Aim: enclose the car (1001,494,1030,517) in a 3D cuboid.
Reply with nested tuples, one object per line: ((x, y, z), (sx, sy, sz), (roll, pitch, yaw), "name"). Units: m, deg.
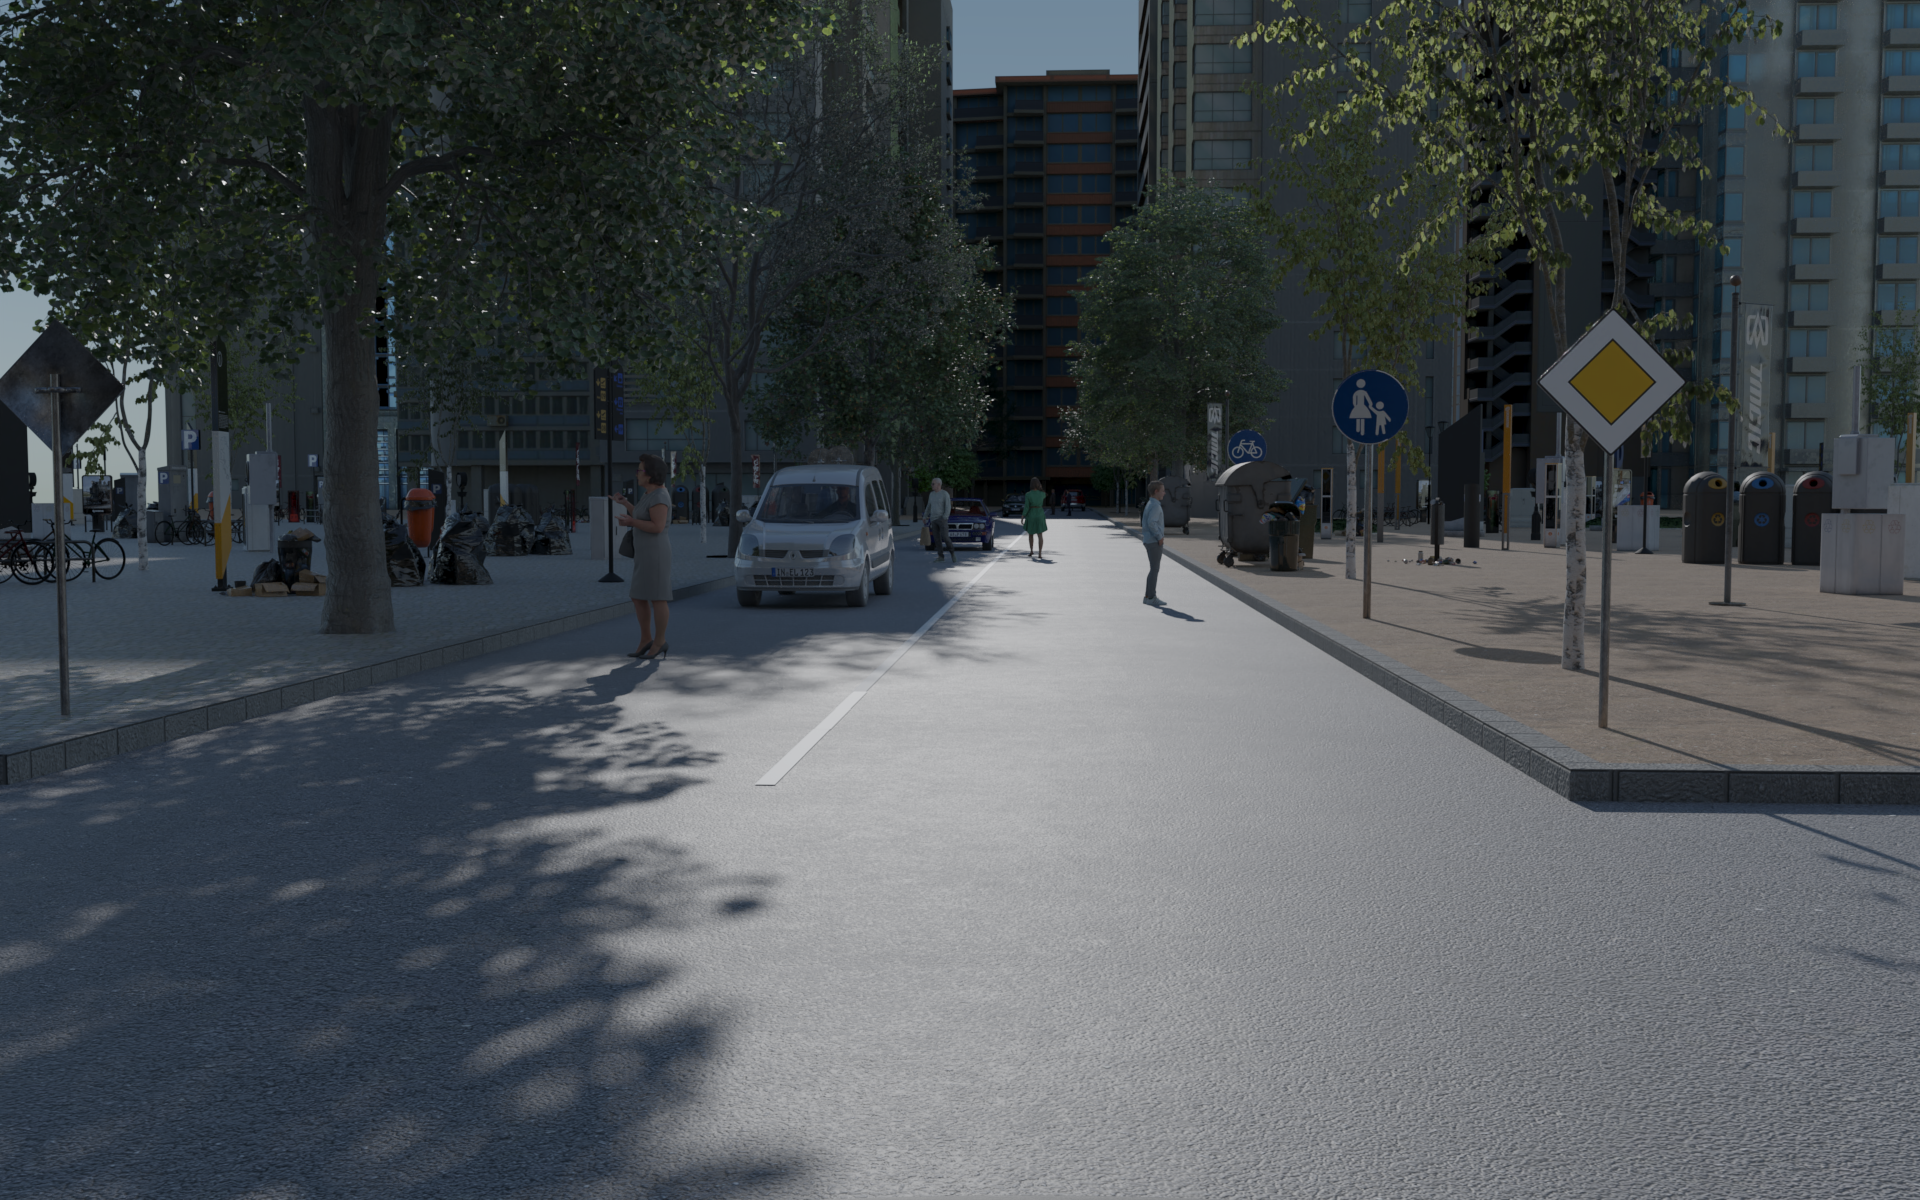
((3.588, -6.051, 108.726), (2.009, 1.686, 4.222), (0, 4, 5), "car")

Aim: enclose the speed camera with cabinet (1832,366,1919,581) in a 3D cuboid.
((14.241, -1.951, 26.238), (0.660, 3.252, 2.038), (-1, 4, -18), "speed camera with cabinet")

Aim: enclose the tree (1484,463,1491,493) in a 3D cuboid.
((22.781, -4.996, 76.286), (1.663, 3.219, 1.824), (0, 3, 0), "tree")

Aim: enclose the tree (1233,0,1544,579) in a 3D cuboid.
((6.117, -4.618, 25.873), (4.737, 8.622, 4.395), (0, 3, 0), "tree")

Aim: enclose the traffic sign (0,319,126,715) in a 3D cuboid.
((-5.196, -0.389, 10.001), (0.795, 2.450, 0.064), (0, 4, 3), "traffic sign")

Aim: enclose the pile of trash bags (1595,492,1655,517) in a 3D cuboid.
((28.549, -4.013, 75.369), (3.447, 1.369, 1.912), (0, 4, -8), "pile of trash bags")

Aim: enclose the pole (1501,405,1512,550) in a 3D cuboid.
((12.514, -2.800, 39.630), (0.158, 3.312, 0.155), (0, 3, 0), "pole")

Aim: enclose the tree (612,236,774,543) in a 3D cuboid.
((-6.995, -5.808, 45.316), (4.737, 8.622, 4.395), (0, 3, 0), "tree")

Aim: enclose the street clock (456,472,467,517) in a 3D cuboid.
((-16.412, -3.212, 57.086), (0.358, 2.002, 0.471), (-3, 4, -36), "street clock")

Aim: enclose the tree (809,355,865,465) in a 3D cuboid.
((-5.214, -7.964, 80.567), (4.737, 8.622, 4.395), (0, 3, 0), "tree")

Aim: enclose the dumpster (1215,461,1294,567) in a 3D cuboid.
((5.252, -1.537, 30.889), (1.264, 1.857, 1.865), (0, 4, 3), "dumpster")

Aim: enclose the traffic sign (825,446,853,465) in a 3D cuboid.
((-3.185, -2.779, 45.551), (0.768, 2.556, 0.104), (1, 4, 10), "traffic sign")

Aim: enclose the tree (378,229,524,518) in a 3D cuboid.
((-14.051, -5.948, 47.609), (4.360, 8.622, 3.978), (0, 3, 0), "tree")

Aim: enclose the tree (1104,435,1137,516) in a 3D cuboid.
((9.515, -9.193, 100.670), (4.737, 8.622, 4.395), (0, 3, 0), "tree")

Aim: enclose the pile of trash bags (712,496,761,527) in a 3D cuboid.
((-8.261, -3.579, 68.263), (1.912, 1.369, 3.447), (-3, 5, -39), "pile of trash bags")

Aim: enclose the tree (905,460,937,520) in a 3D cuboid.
((-1.999, -5.659, 87.126), (1.663, 3.219, 1.824), (0, 3, 0), "tree")

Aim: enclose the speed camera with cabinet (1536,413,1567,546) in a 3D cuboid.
((14.725, -2.967, 42.852), (0.660, 3.252, 2.038), (2, 4, 29), "speed camera with cabinet")

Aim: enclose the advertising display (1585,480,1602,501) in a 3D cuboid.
((29.502, -4.628, 80.877), (0.974, 1.923, 0.123), (2, 4, 31), "advertising display")

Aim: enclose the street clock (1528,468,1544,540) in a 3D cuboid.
((15.971, -2.656, 47.988), (0.471, 2.002, 0.358), (-2, 4, -24), "street clock")

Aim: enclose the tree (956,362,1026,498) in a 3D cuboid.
((1.116, -11.303, 119.214), (7.601, 10.594, 8.767), (0, 4, 8), "tree")

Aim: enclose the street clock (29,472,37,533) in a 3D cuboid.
((-30.885, -3.244, 57.615), (0.471, 2.002, 0.358), (3, 5, 44), "street clock")

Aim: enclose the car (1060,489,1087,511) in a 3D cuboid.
((9.450, -8.315, 144.626), (2.281, 1.827, 5.304), (0, 4, 4), "car")

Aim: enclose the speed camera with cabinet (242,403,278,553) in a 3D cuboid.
((-15.543, -2.694, 38.377), (0.660, 3.252, 2.038), (-2, 4, -26), "speed camera with cabinet")

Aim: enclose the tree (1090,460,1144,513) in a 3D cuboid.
((10.977, -8.237, 118.386), (4.285, 4.588, 4.351), (0, 3, 0), "tree")

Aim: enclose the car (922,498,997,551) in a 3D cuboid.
((0.008, -1.990, 45.121), (1.945, 1.354, 3.894), (0, 4, 2), "car")

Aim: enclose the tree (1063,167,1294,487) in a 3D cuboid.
((8.775, -9.946, 69.272), (9.857, 13.997, 8.962), (0, 3, 0), "tree")

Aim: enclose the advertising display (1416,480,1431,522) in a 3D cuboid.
((20.946, -4.467, 78.257), (0.974, 1.923, 0.123), (-3, 5, -40), "advertising display")

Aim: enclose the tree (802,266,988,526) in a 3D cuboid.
((-2.678, -8.754, 68.884), (9.928, 11.665, 9.643), (0, 3, 0), "tree")

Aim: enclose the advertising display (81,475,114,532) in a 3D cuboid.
((-29.009, -3.245, 58.275), (0.974, 1.923, 0.123), (0, 4, -4), "advertising display")

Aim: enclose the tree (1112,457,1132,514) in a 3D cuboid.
((10.357, -9.840, 111.242), (4.360, 8.622, 3.978), (0, 3, 0), "tree")

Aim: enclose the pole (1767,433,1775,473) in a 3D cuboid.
((26.916, -3.895, 57.518), (0.158, 3.312, 0.155), (0, 3, 0), "pole")

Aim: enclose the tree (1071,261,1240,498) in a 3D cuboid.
((9.285, -10.176, 83.378), (9.611, 12.733, 9.660), (0, 3, 0), "tree")

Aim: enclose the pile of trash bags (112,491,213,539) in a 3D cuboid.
((-23.135, -2.538, 51.250), (1.912, 1.369, 3.447), (2, 4, 27), "pile of trash bags")

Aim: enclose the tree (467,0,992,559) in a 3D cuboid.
((-4.472, -7.580, 34.299), (12.009, 13.543, 11.850), (0, 3, 0), "tree")

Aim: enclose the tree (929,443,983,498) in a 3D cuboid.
((-0.223, -7.183, 101.149), (4.285, 4.588, 4.351), (0, 3, 0), "tree")

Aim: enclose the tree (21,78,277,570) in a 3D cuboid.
((-13.770, -4.823, 29.215), (4.737, 8.622, 4.395), (0, 3, 0), "tree")

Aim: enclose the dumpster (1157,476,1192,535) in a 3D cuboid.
((6.722, -3.011, 54.989), (1.264, 1.857, 1.865), (0, 4, 4), "dumpster")

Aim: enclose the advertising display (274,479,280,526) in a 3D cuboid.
((-27.978, -3.961, 69.971), (0.974, 1.923, 0.123), (-3, 5, -41), "advertising display")

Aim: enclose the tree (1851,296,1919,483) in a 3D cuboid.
((35.524, -7.025, 65.215), (4.737, 8.622, 4.395), (0, 3, 0), "tree")

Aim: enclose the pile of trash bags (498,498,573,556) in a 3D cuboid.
((-9.929, -1.611, 36.095), (1.912, 1.369, 3.447), (3, 5, 43), "pile of trash bags")

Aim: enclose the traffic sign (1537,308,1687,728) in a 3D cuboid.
((3.531, -0.356, 9.458), (0.795, 2.450, 0.064), (0, 4, 3), "traffic sign")

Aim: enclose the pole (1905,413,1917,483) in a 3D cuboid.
((23.883, -3.040, 43.541), (0.158, 3.312, 0.155), (0, 3, 0), "pole")

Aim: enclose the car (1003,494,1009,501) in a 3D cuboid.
((4.075, -7.167, 127.398), (2.015, 1.641, 3.980), (0, 4, 2), "car")

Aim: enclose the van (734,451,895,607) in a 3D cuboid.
((-1.896, -0.999, 23.346), (2.013, 2.044, 4.112), (0, 4, 5), "van")

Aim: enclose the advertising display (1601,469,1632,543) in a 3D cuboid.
((17.155, -2.443, 45.165), (0.974, 1.923, 0.123), (-2, 4, -34), "advertising display")

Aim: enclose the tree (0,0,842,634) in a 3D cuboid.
((-5.523, -6.675, 15.793), (9.857, 13.997, 8.962), (0, 3, 0), "tree")

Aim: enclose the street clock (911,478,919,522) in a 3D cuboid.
((-2.025, -4.512, 78.336), (0.358, 2.002, 0.471), (-1, 4, -14), "street clock")

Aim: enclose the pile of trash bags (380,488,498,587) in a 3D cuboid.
((-7.975, -0.968, 25.582), (1.912, 1.369, 3.447), (-1, 4, -19), "pile of trash bags")

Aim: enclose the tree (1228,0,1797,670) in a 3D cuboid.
((4.303, -3.790, 12.327), (4.360, 8.622, 3.978), (0, 3, 0), "tree")

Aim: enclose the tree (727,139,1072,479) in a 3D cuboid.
((-2.873, -8.454, 55.225), (9.611, 12.733, 9.660), (0, 3, 0), "tree")
